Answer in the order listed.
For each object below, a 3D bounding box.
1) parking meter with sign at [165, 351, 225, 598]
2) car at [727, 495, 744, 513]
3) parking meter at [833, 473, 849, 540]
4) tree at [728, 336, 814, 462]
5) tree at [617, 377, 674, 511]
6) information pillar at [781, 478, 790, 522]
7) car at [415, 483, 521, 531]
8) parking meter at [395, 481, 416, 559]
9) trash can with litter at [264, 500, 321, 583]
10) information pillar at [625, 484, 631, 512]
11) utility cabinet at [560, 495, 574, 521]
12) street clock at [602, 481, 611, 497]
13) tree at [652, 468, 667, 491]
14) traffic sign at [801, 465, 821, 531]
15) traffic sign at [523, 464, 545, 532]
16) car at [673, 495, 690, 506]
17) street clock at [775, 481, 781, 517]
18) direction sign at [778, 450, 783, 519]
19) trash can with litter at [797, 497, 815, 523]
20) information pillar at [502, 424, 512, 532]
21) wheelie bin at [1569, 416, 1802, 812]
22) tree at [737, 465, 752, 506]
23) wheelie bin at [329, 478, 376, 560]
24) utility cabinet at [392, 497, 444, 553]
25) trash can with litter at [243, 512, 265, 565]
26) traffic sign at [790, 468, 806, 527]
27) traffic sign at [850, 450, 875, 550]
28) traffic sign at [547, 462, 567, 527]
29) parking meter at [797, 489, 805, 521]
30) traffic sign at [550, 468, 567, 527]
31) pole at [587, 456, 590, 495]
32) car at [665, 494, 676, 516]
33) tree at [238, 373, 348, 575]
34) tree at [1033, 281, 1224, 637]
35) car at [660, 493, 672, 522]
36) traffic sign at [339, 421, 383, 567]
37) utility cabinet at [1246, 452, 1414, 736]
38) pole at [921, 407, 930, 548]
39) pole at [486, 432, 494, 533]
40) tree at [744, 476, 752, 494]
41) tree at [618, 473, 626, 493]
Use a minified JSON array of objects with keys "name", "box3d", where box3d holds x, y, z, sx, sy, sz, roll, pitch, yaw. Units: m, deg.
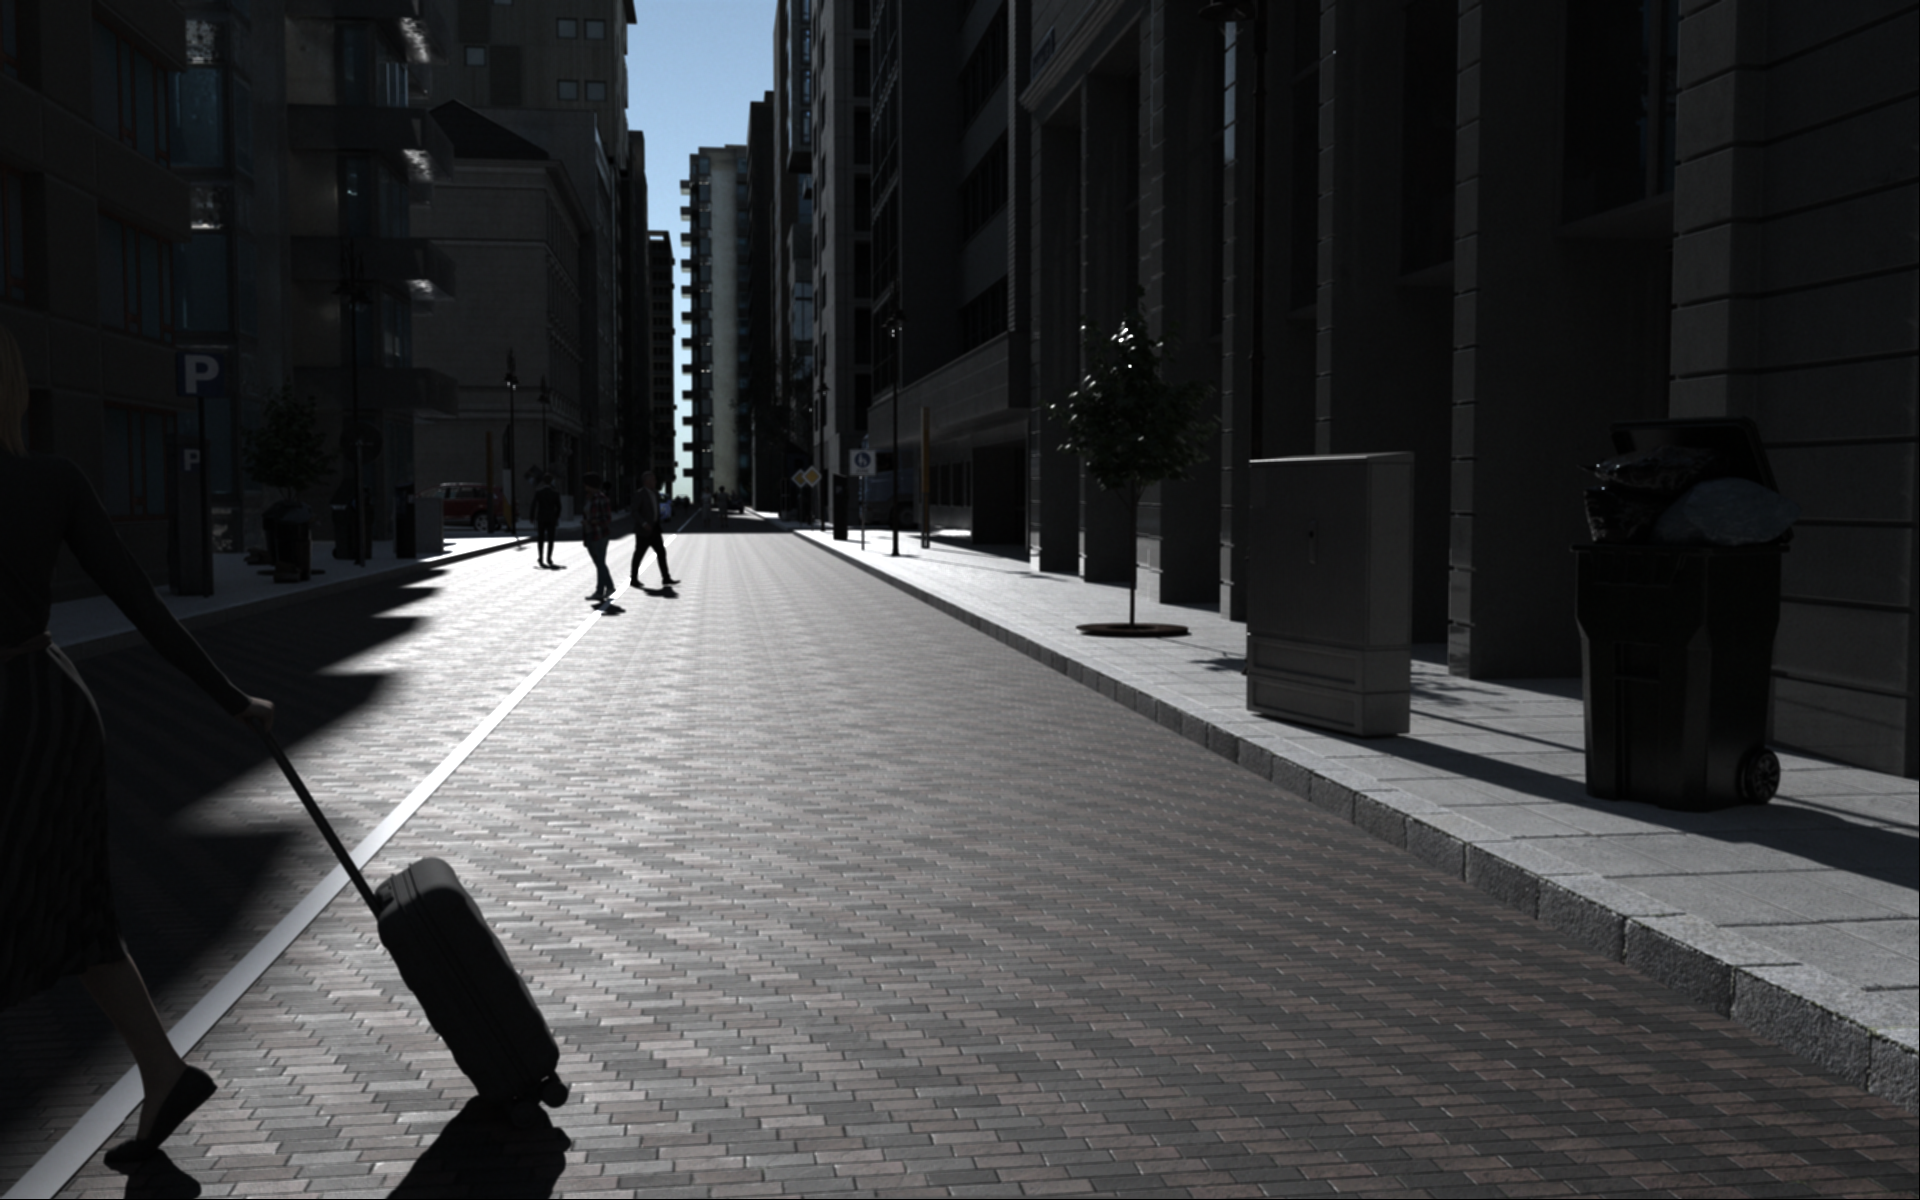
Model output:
[{"name":"parking meter with sign","box3d":[-9.798,-1.578,22.055,0.543,3.016,1.738,-2,4,-34]},{"name":"car","box3d":[-17.158,-7.191,130.148,1.945,1.354,3.894,-1,4,-9]},{"name":"parking meter","box3d":[-3.343,-2.624,48.617,0.399,1.863,0.255,1,4,15]},{"name":"tree","box3d":[-9.677,-10.215,101.433,8.767,10.594,7.601,0,4,4]},{"name":"tree","box3d":[-25.881,-12.042,131.300,8.767,10.594,7.601,0,4,-8]},{"name":"information pillar","box3d":[-8.142,-4.668,80.816,0.304,2.012,0.304,2,4,34]},{"name":"car","box3d":[-18.589,-3.293,62.515,5.304,1.827,2.281,0,4,-7]},{"name":"parking meter","box3d":[-11.060,-1.598,34.543,0.372,1.533,0.369,0,3,0]},{"name":"trash can with litter","box3d":[-9.728,-0.853,25.339,0.624,1.170,1.055,-1,4,-14]},{"name":"information pillar","box3d":[-23.549,-7.231,122.716,0.304,2.012,0.304,3,5,44]},{"name":"utility cabinet","box3d":[-18.604,-4.333,82.005,0.306,1.237,1.020,-2,4,-34]},{"name":"street clock","box3d":[-20.222,-5.791,99.248,0.471,2.002,0.358,-2,4,-24]},{"name":"tree","box3d":[-38.310,-14.285,217.273,4.285,4.588,4.351,0,3,0]},{"name":"traffic sign","box3d":[-5.106,-3.436,59.815,0.795,2.450,0.064,0,4,-8]},{"name":"traffic sign","box3d":[-14.362,-3.357,58.531,0.795,2.450,0.064,0,4,-8]},{"name":"car","box3d":[-32.380,-11.574,201.813,1.945,1.354,3.894,0,4,-7]},{"name":"street clock","box3d":[-10.022,-5.624,96.517,0.471,2.002,0.358,0,4,8]},{"name":"direction sign","box3d":[-9.190,-5.955,89.368,0.379,3.537,0.876,0,4,0]},{"name":"trash can with litter","box3d":[-6.833,-4.035,77.362,0.624,1.170,1.055,-3,4,-38]},{"name":"information pillar","box3d":[-15.204,-4.085,58.144,0.183,3.616,0.504,-3,4,-37]},{"name":"wheelie bin","box3d":[3.007,0.042,7.220,0.693,1.594,0.980,-3,4,-36]},{"name":"tree","box3d":[-23.078,-12.737,191.971,4.285,4.588,4.351,0,3,0]},{"name":"wheelie bin","box3d":[-11.943,-1.601,34.078,0.980,1.594,0.693,3,4,38]},{"name":"utility cabinet","box3d":[-11.784,-1.623,37.690,1.020,1.237,0.306,0,4,-5]},{"name":"trash can with litter","box3d":[-12.576,-1.243,31.708,0.624,1.170,1.055,1,4,17]},{"name":"traffic sign","box3d":[-6.225,-3.919,67.722,0.795,2.450,0.064,0,4,-8]},{"name":"traffic sign","box3d":[-2.217,-2.285,39.488,0.606,2.300,0.079,0,4,-2]},{"name":"traffic sign","box3d":[-15.817,-4.155,68.041,0.768,2.556,0.104,0,4,-4]},{"name":"parking meter","box3d":[-7.497,-4.487,81.776,0.372,1.533,0.369,0,3,0]},{"name":"traffic sign","box3d":[-15.481,-3.841,66.437,0.795,2.450,0.064,0,4,-8]},{"name":"pole","box3d":[-20.090,-6.116,93.848,0.158,3.312,0.155,0,3,0]},{"name":"car","box3d":[-19.830,-6.287,114.588,2.131,1.459,4.920,0,4,-7]},{"name":"tree","box3d":[-10.648,-2.032,27.818,1.663,3.219,1.824,0,3,0]},{"name":"tree","box3d":[1.624,-1.296,15.797,1.663,3.219,1.824,0,3,0]},{"name":"car","box3d":[-15.664,-4.819,88.386,1.945,1.707,3.694,0,4,-7]},{"name":"traffic sign","box3d":[-10.480,-1.847,30.310,0.768,2.556,0.104,0,4,1]},{"name":"utility cabinet","box3d":[2.012,-0.055,9.571,0.318,1.500,1.173,-1,4,-21]},{"name":"pole","box3d":[-0.818,-2.875,40.845,0.158,3.312,0.155,0,3,0]},{"name":"pole","box3d":[-15.361,-3.839,56.613,0.158,3.312,0.155,0,3,0]},{"name":"tree","box3d":[-22.126,-11.581,183.949,1.663,3.219,1.824,0,3,0]},{"name":"tree","box3d":[-26.936,-8.680,136.524,1.663,3.219,1.824,0,3,0]}]
